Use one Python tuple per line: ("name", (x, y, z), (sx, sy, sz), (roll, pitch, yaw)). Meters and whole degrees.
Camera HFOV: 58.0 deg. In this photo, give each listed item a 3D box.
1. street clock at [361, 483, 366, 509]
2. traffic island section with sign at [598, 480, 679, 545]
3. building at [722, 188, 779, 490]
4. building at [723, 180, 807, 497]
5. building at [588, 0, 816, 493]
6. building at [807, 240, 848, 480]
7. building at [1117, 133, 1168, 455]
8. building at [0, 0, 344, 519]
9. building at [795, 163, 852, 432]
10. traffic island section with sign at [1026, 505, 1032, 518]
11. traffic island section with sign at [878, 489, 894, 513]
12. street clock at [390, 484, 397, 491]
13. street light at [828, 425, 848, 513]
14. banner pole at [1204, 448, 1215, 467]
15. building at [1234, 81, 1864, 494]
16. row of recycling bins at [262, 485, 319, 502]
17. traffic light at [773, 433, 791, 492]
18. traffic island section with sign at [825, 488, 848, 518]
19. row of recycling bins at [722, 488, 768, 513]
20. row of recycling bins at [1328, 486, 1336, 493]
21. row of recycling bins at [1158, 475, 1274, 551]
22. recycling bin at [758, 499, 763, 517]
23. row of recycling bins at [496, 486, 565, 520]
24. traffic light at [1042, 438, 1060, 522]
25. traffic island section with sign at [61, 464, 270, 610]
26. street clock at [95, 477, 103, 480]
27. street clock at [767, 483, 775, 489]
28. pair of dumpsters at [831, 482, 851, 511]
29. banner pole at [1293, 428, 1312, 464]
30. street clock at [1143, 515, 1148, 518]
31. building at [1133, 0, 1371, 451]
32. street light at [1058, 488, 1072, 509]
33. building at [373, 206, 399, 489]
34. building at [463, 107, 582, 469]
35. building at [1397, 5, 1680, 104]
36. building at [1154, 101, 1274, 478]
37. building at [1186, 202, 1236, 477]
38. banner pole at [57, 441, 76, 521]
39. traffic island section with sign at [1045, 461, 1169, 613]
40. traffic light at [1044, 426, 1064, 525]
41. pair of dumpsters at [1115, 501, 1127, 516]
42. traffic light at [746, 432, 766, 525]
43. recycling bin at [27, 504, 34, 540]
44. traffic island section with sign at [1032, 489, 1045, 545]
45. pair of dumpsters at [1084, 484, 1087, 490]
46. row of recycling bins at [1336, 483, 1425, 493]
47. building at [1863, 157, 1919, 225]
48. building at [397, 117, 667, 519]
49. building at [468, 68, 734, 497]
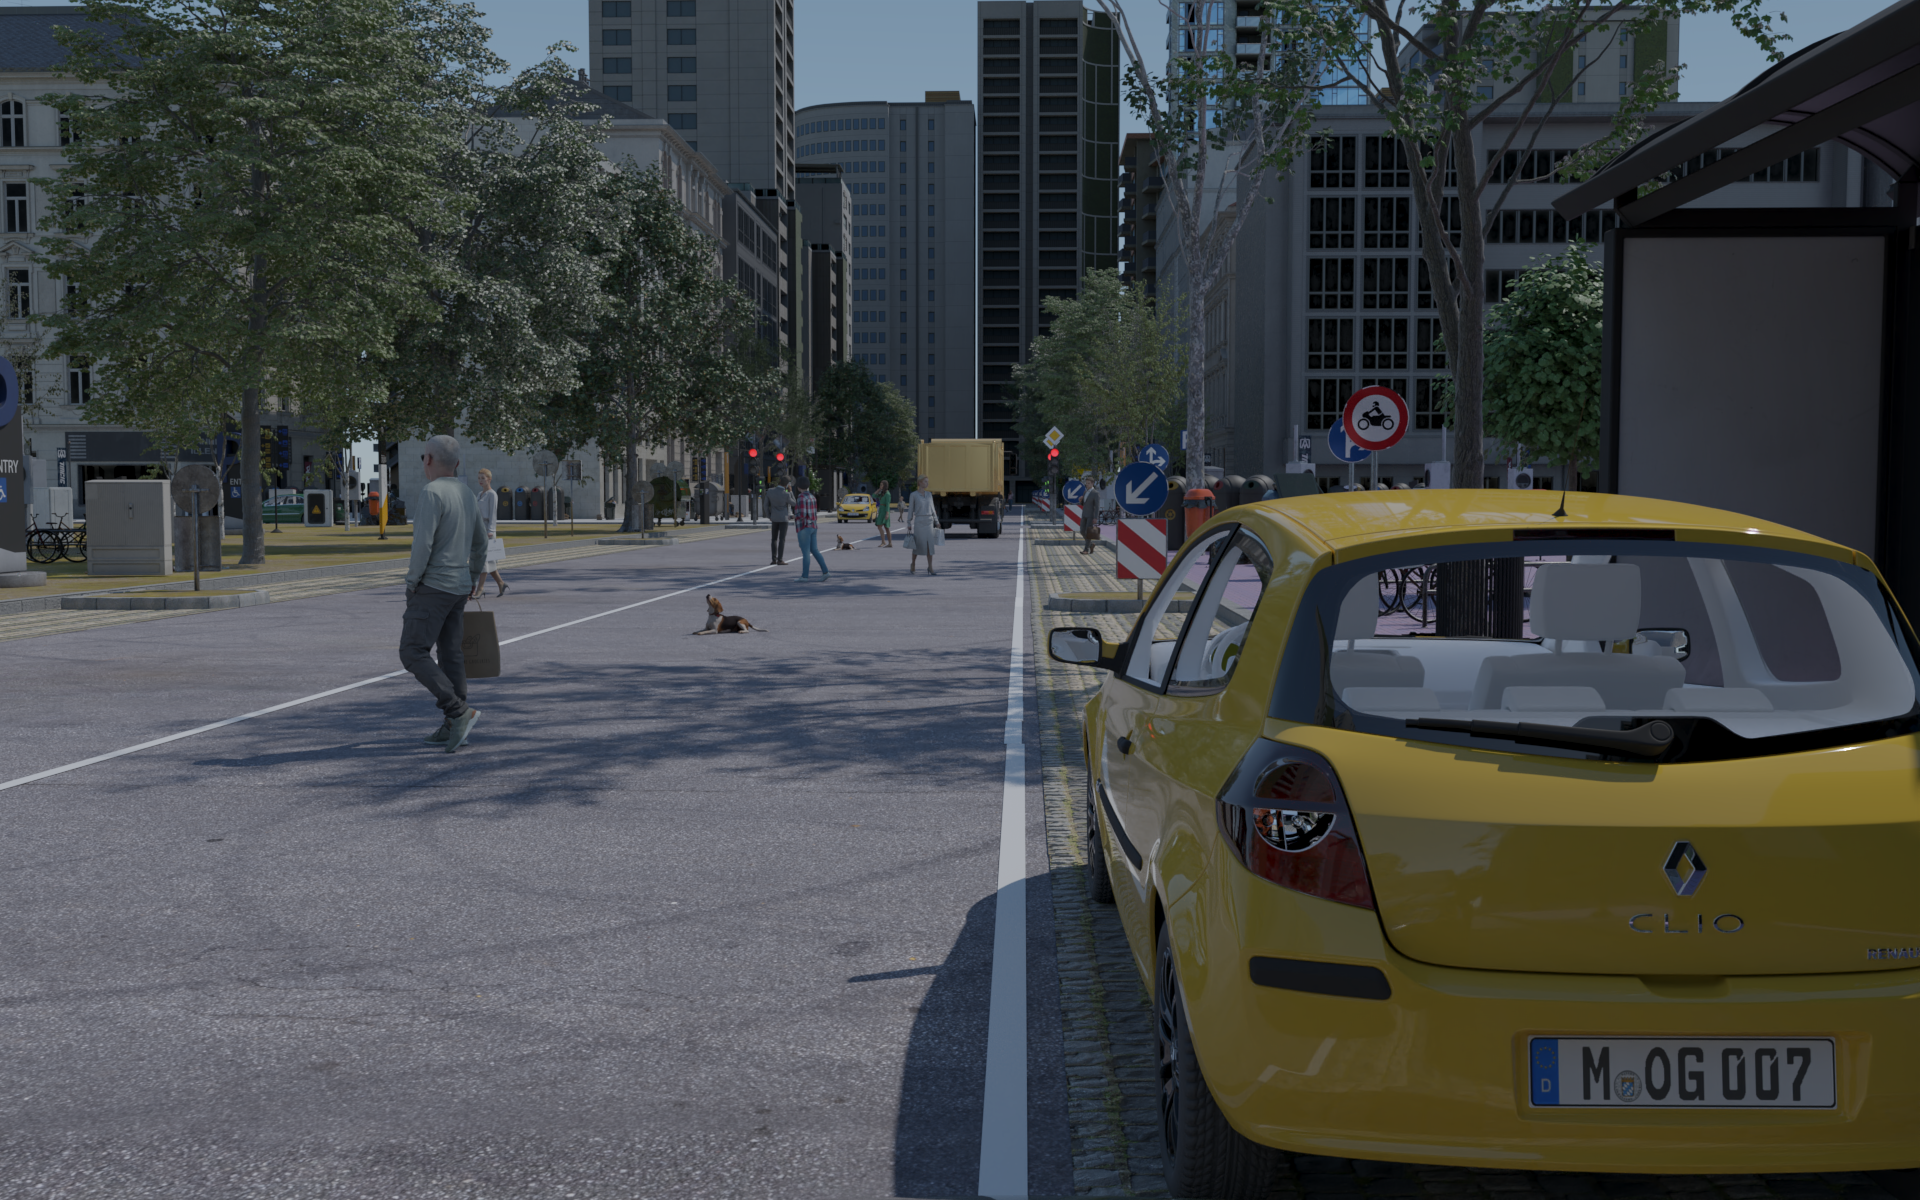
("street clock", (-37.697, -6.406, 109.306), (0.358, 2.002, 0.471), (0, 4, 2))
("traffic island section with sign", (-9.065, -2.479, 49.153), (1.989, 1.847, 2.006), (0, 4, 2))
("building", (-23.286, -21.227, 140.566), (14.314, 27.812, 24.014), (0, 4, 2))
("building", (-22.664, -23.943, 163.162), (14.160, 30.474, 14.107), (0, 4, 2))
("building", (-25.683, -45.340, 179.565), (20.563, 71.187, 20.611), (0, 4, 2))
("building", (-20.522, -26.071, 197.959), (14.160, 30.474, 14.107), (0, 4, 2))
("building", (30.150, -33.785, 207.005), (22.147, 44.769, 28.867), (0, 4, 2))
("building", (-58.733, -19.568, 96.349), (44.131, 29.872, 17.030), (0, 4, 2))
("building", (-20.781, -32.573, 216.170), (14.086, 41.232, 14.154), (0, 4, 2))
("traffic island section with sign", (5.100, -5.844, 104.185), (1.989, 1.847, 2.006), (0, 4, 2))
("traffic island section with sign", (-6.043, -7.554, 132.128), (1.989, 1.847, 2.006), (0, 4, 2))
("street clock", (-40.043, -7.211, 122.466), (0.471, 2.002, 0.358), (-2, 4, -25))
("street light", (-8.278, -8.850, 117.233), (1.470, 5.913, 1.316), (0, 4, 2))
("banner pole", (13.477, -6.327, 93.469), (0.863, 3.779, 0.401), (1, 4, 20))
("building", (30.673, -16.772, 93.291), (30.058, 24.678, 14.314), (0, 4, 2))
("row of recycling bins", (-32.644, -4.667, 83.421), (3.534, 1.692, 1.069), (-3, 5, -41))
("traffic light", (-8.232, -5.566, 79.922), (0.839, 4.253, 0.868), (0, 4, 2))
("traffic island section with sign", (-7.050, -5.872, 104.634), (1.989, 1.847, 2.006), (0, 4, 2))
("row of recycling bins", (-14.835, -6.716, 116.926), (3.534, 1.692, 1.069), (-2, 4, -35))
("row of recycling bins", (18.641, -4.737, 84.561), (1.069, 1.692, 3.534), (1, 4, 20))
("row of recycling bins", (5.707, -1.916, 38.439), (1.069, 1.692, 3.534), (-2, 4, -34))
("recycling bin", (-10.678, -5.075, 95.531), (0.722, 1.027, 0.722), (-3, 5, -39))
("row of recycling bins", (-21.043, -4.755, 84.861), (3.534, 1.692, 1.069), (1, 4, 11))
("traffic light", (4.172, -5.539, 79.490), (0.839, 4.253, 0.868), (0, 4, 2))
("traffic island section with sign", (-10.046, -0.831, 22.216), (1.989, 1.847, 2.006), (0, 4, 2))
("street clock", (-36.322, -4.192, 73.107), (0.358, 2.002, 0.471), (-3, 4, -37))
("street clock", (-11.950, -6.409, 109.363), (0.471, 2.002, 0.358), (-1, 4, -15))
("pair of dumpsters", (-9.308, -7.977, 132.921), (1.574, 2.255, 4.437), (0, 4, 2))
("banner pole", (12.743, -4.577, 64.844), (0.863, 3.779, 0.401), (1, 4, 10))
("street clock", (4.945, -2.563, 46.475), (0.358, 2.002, 0.471), (0, 4, 6))
("building", (29.633, -52.774, 175.526), (22.319, 86.520, 31.000), (0, 4, 2))
("street light", (6.954, -8.791, 116.276), (1.470, 5.913, 1.316), (0, 4, 2))
("building", (-64.567, -34.724, 217.843), (14.200, 45.320, 14.600), (0, 4, 2))
("building", (-61.430, -43.800, 258.121), (28.212, 58.520, 21.231), (0, 4, 2))
("building", (68.659, -40.792, 208.947), (28.212, 58.520, 21.231), (0, 4, 2))
("building", (22.230, -22.115, 139.065), (11.434, 29.767, 29.804), (0, 4, 2))
("building", (21.535, -16.985, 113.861), (11.583, 22.565, 21.152), (0, 4, 2))
("banner pole", (-42.413, -5.634, 82.138), (0.401, 3.779, 0.863), (2, 4, 31))
("traffic island section with sign", (2.109, -0.799, 21.693), (1.989, 1.847, 2.006), (0, 4, 2))
("traffic light", (3.882, -5.051, 71.510), (0.839, 4.253, 0.868), (0, 4, 2))
("pair of dumpsters", (8.755, -5.704, 95.751), (1.574, 2.255, 4.437), (0, 4, 2))
("traffic light", (-8.522, -5.078, 71.942), (0.839, 4.253, 0.868), (0, 4, 2))
("recycling bin", (-26.348, -2.235, 49.097), (0.722, 1.027, 0.722), (1, 4, 19))
("traffic island section with sign", (3.092, -2.452, 48.713), (1.989, 1.847, 2.006), (0, 4, 2))
("pair of dumpsters", (7.661, -6.021, 100.942), (1.574, 2.255, 4.437), (0, 4, 2))
("row of recycling bins", (16.292, -3.595, 65.890), (3.534, 1.692, 1.069), (3, 4, 37))
("building", (55.573, -16.649, 90.226), (19.932, 24.808, 12.078), (0, 4, 2))
("building", (-23.292, -14.793, 96.615), (10.420, 20.320, 16.860), (0, 4, 2))
("building", (-23.973, -20.148, 116.813), (14.401, 28.519, 23.554), (0, 4, 2))
